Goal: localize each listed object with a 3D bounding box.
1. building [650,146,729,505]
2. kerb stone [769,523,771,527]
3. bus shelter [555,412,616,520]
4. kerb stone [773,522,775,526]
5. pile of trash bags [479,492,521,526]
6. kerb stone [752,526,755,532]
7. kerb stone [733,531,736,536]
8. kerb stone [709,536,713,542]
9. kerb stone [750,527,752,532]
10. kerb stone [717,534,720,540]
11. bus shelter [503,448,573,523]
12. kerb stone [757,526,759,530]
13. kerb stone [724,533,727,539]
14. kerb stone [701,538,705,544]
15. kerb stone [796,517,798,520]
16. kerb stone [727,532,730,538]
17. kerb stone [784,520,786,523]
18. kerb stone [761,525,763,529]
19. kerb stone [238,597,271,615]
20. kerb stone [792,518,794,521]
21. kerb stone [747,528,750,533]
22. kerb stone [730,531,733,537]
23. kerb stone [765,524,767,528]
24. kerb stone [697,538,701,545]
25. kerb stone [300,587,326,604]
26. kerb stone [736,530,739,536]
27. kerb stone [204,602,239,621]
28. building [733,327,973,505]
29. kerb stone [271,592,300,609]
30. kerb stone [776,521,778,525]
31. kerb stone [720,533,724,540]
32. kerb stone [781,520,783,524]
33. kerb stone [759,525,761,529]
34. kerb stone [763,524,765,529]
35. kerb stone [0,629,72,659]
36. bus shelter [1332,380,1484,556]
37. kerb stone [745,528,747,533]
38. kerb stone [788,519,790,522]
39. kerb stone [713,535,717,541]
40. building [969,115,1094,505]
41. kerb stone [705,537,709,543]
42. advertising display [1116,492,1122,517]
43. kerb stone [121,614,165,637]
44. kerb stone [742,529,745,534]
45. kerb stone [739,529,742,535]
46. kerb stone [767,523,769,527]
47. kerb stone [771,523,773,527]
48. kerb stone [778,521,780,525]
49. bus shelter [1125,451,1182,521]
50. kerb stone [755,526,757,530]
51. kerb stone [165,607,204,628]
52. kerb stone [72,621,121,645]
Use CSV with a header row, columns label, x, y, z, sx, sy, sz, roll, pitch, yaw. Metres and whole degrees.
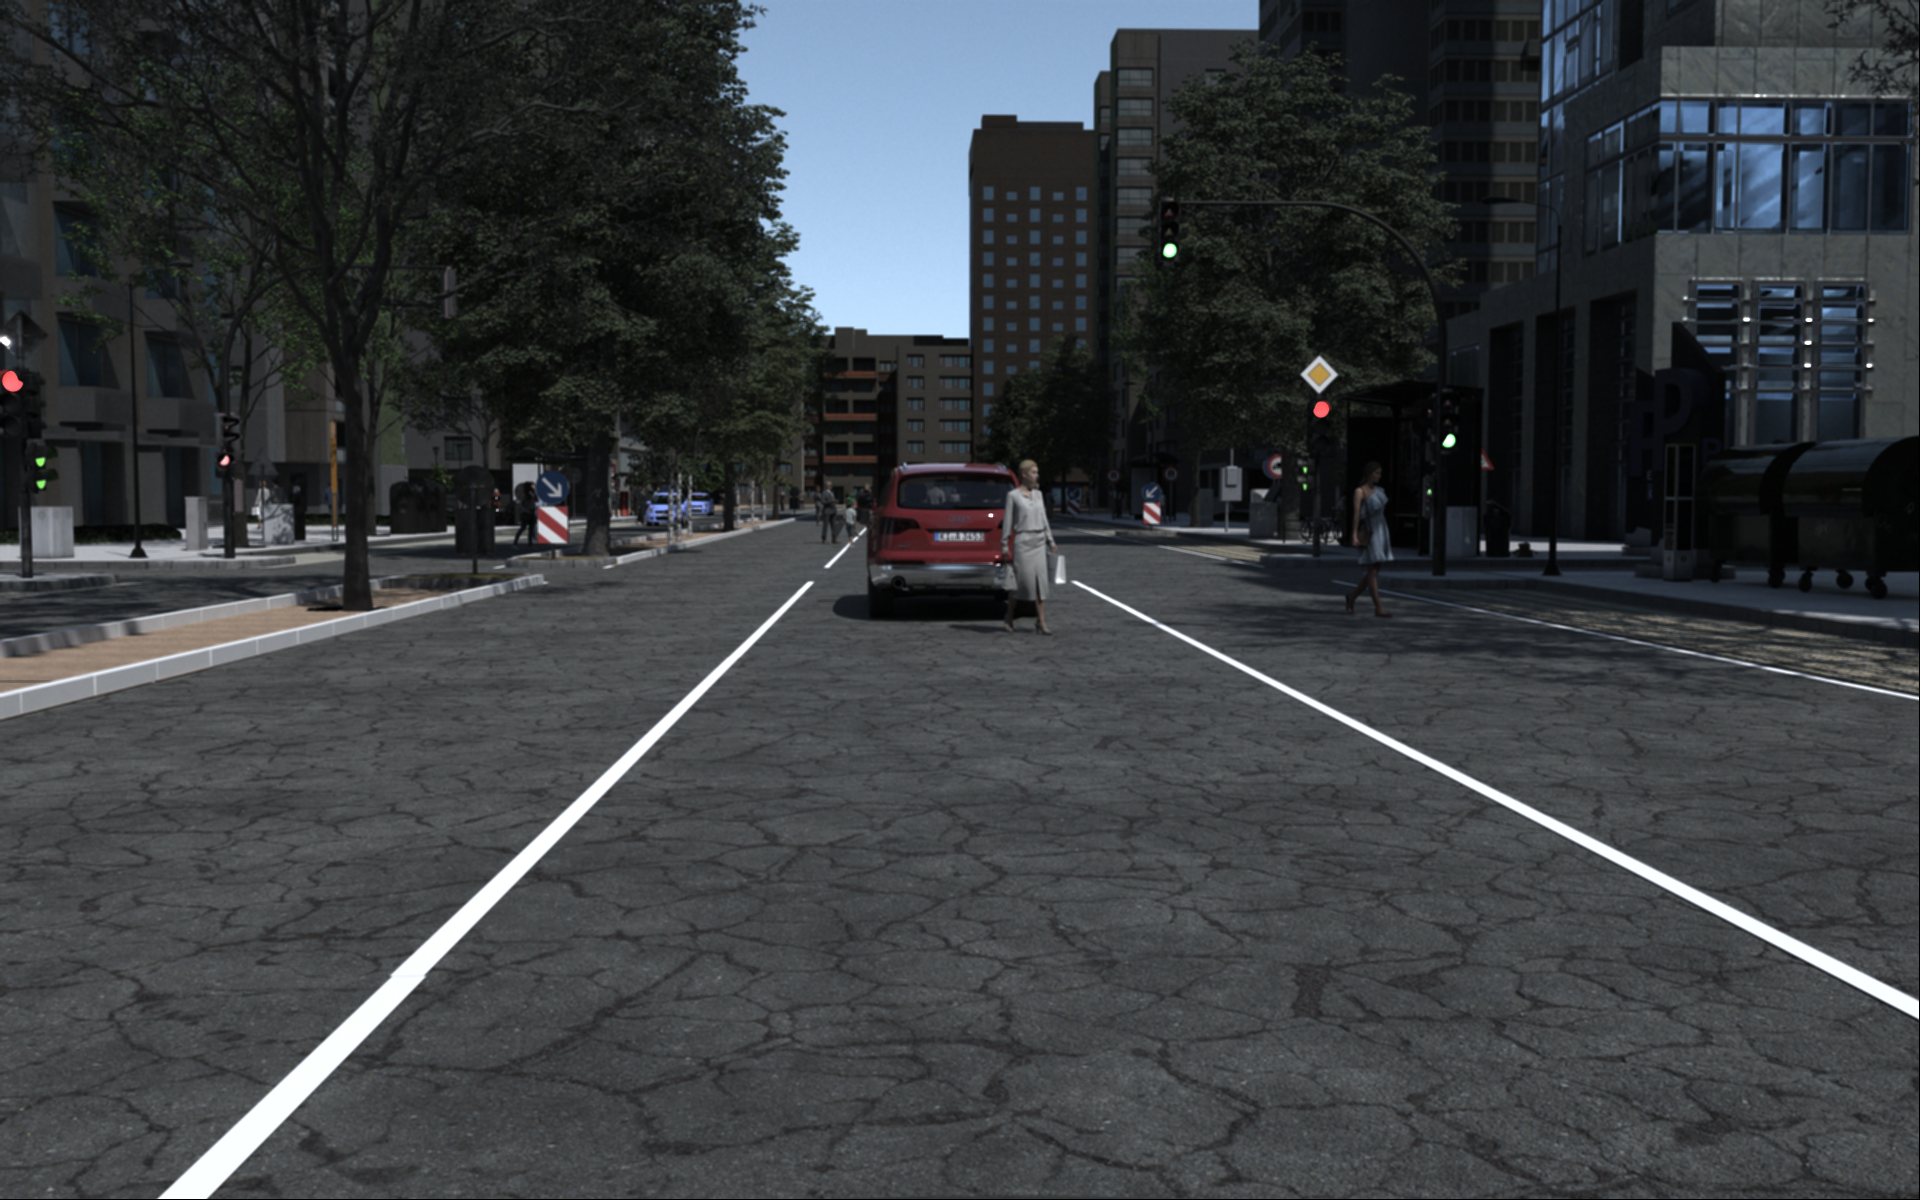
label,x,y,z,sx,sy,sz,roll,pitch,yaw
building,-42.138,-34.045,211.260,28.867,44.769,22.147,0,4,-2
kerb stone,-8.254,-3.151,73.718,0.120,0.150,1.000,0,4,-2
bus shelter,-19.267,-6.745,87.919,2.179,5.291,8.768,0,4,-2
kerb stone,-8.316,-3.277,75.770,0.120,0.150,1.000,0,4,-2
pile of trash bags,-18.744,-3.709,70.401,1.912,1.369,3.447,-1,4,-21
kerb stone,-7.968,-2.649,65.514,0.120,0.150,1.000,0,4,-2
kerb stone,-7.729,-2.211,58.340,0.120,0.150,1.000,0,4,-2
kerb stone,-7.485,-1.770,51.168,0.120,0.150,1.000,0,4,-2
kerb stone,-7.936,-2.587,64.490,0.120,0.150,1.000,0,4,-2
kerb stone,-7.556,-1.897,53.211,0.120,0.150,1.000,0,4,-2
bus shelter,-19.133,-5.189,78.767,2.014,3.302,5.546,0,4,-2
kerb stone,-8.047,-2.774,67.558,0.120,0.150,1.000,0,4,-2
kerb stone,-7.620,-2.022,55.256,0.120,0.150,1.000,0,4,-2
kerb stone,-7.414,-1.645,49.116,0.120,0.150,1.000,0,4,-2
kerb stone,-8.868,-4.279,92.152,0.120,0.150,1.000,0,4,-2
kerb stone,-7.665,-2.085,56.277,0.120,0.150,1.000,0,4,-2
kerb stone,-8.563,-3.715,82.940,0.120,0.150,1.000,0,4,-2
kerb stone,-8.115,-2.900,69.611,0.120,0.150,1.000,0,4,-2
kerb stone,-8.561,0.084,20.815,0.120,0.150,1.000,0,4,-2
kerb stone,-8.773,-4.090,89.071,0.120,0.150,1.000,0,4,-2
kerb stone,-7.900,-2.524,63.468,0.120,0.150,1.000,0,4,-2
kerb stone,-7.701,-2.146,57.310,0.120,0.150,1.000,0,4,-2
kerb stone,-8.182,-3.025,71.670,0.120,0.150,1.000,0,4,-2
kerb stone,-7.384,-1.584,48.094,0.120,0.150,1.000,0,4,-2
kerb stone,-8.625,-0.037,22.861,0.120,0.150,1.000,0,4,-2
kerb stone,-7.766,-2.273,59.362,0.120,0.150,1.000,0,4,-2
kerb stone,-8.523,0.147,19.794,0.120,0.150,1.000,0,4,-2
building,-13.355,-22.653,215.407,28.899,21.520,27.650,0,4,-2
kerb stone,-8.588,0.029,21.837,0.120,0.150,1.000,0,4,-2
kerb stone,-8.389,-3.398,77.816,0.120,0.150,1.000,0,4,-2
kerb stone,-7.587,-1.959,54.233,0.120,0.150,1.000,0,4,-2
kerb stone,-8.500,-3.590,80.894,0.120,0.150,1.000,0,4,-2
kerb stone,-8.080,-2.837,68.582,0.120,0.150,1.000,0,4,-2
kerb stone,-8.143,-2.963,70.635,0.120,0.150,1.000,0,4,-2
kerb stone,-8.380,0.397,15.706,0.120,0.150,1.000,0,4,-2
bus shelter,9.892,-2.901,38.712,1.731,3.624,6.357,0,4,-2
kerb stone,-7.867,-2.462,62.444,0.120,0.150,1.000,0,4,-2
kerb stone,-8.668,-3.903,86.005,0.120,0.150,1.000,0,4,-2
kerb stone,-7.525,-1.833,52.189,0.120,0.150,1.000,0,4,-2
building,8.446,-34.124,208.038,14.200,45.320,14.600,0,4,-2
kerb stone,-7.454,-1.708,50.140,0.120,0.150,1.000,0,4,-2
advertising display,8.754,-5.519,95.455,0.123,1.923,0.974,1,4,18
kerb stone,-8.448,0.274,17.749,0.120,0.150,1.000,0,4,-2
kerb stone,-7.837,-2.394,61.422,0.120,0.150,1.000,0,4,-2
kerb stone,-7.796,-2.336,60.386,0.120,0.150,1.000,0,4,-2
kerb stone,-8.218,-3.088,72.691,0.120,0.150,1.000,0,4,-2
kerb stone,-8.289,-3.214,74.739,0.120,0.150,1.000,0,4,-2
kerb stone,-8.426,-3.463,78.849,0.120,0.150,1.000,0,4,-2
bus shelter,9.385,-5.538,84.466,2.014,3.302,5.546,0,4,-2
kerb stone,-7.998,-2.712,66.536,0.120,0.150,1.000,0,4,-2
kerb stone,-8.488,0.210,18.771,0.120,0.150,1.000,0,4,-2
kerb stone,-8.415,0.334,16.727,0.120,0.150,1.000,0,4,-2
